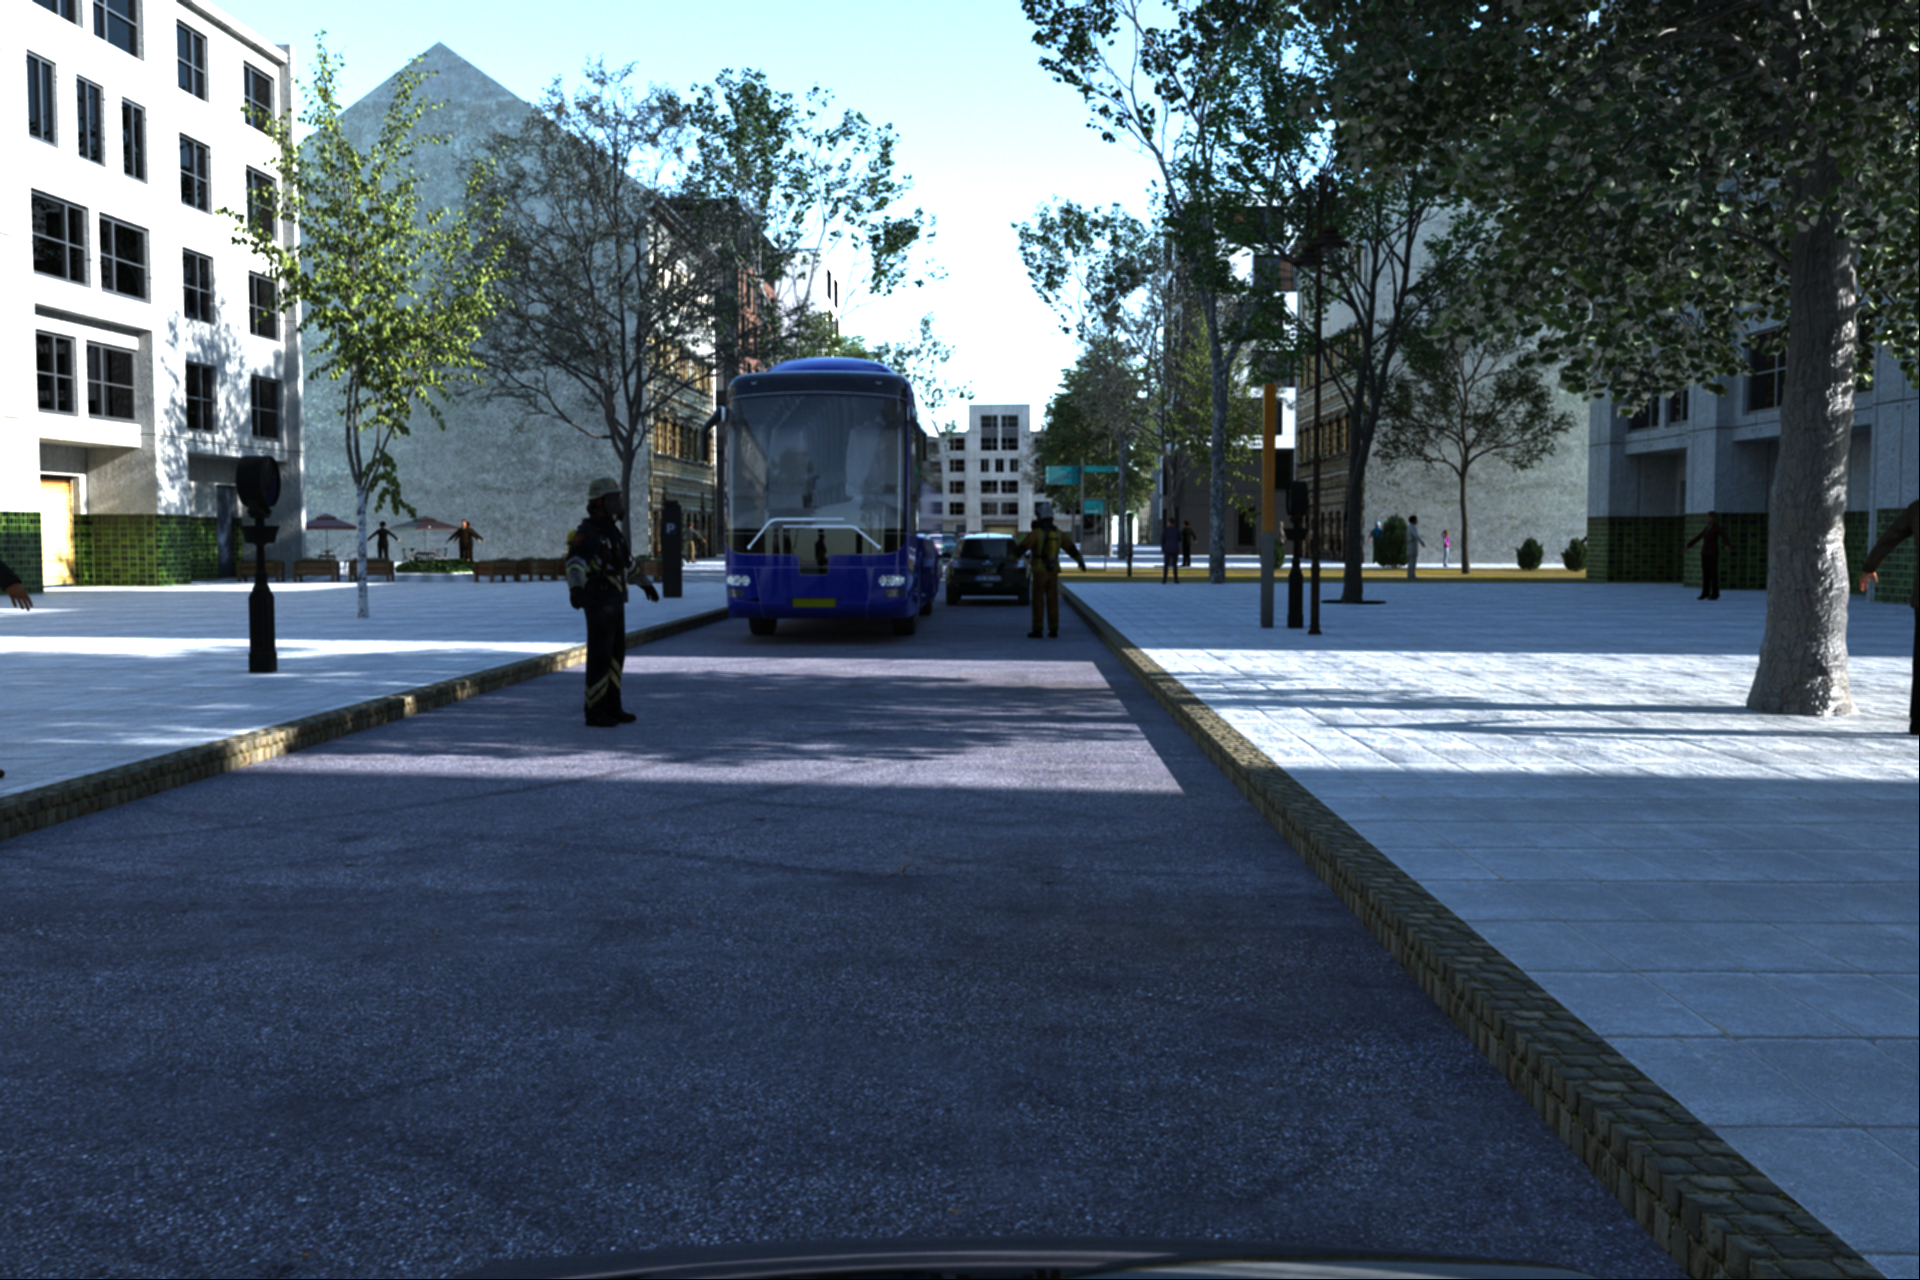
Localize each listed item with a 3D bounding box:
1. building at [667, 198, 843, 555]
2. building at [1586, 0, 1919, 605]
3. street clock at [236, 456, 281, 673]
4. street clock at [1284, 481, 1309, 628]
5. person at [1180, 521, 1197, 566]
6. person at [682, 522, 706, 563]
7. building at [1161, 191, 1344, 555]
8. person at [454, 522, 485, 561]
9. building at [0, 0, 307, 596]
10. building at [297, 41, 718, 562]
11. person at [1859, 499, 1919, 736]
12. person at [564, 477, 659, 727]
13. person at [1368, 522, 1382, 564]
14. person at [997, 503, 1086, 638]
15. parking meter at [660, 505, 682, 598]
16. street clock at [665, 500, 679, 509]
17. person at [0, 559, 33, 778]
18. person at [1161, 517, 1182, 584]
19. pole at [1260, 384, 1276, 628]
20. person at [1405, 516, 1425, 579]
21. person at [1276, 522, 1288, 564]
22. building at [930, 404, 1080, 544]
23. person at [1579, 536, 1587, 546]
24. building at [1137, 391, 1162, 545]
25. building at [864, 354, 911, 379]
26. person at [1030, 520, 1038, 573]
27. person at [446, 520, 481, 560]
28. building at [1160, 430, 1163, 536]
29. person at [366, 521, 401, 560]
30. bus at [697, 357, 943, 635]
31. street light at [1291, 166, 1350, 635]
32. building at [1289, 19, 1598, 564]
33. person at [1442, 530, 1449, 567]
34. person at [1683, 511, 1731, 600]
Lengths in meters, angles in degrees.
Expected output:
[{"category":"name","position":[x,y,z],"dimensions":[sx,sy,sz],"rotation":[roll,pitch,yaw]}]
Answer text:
[{"category":"building","position":[-23.743,-17.023,122.298],"dimensions":[27.936,21.610,32.646],"rotation":[0,4,2]},{"category":"building","position":[25.584,-10.119,31.909],"dimensions":[16.747,18.905,31.486],"rotation":[0,4,1]},{"category":"street clock","position":[-6.482,-0.702,16.052],"dimensions":[0.358,2.002,0.471],"rotation":[0,4,0]},{"category":"street clock","position":[4.588,-1.166,23.641],"dimensions":[0.358,2.002,0.471],"rotation":[0,4,2]},{"category":"person","position":[8.953,-3.820,68.637],"dimensions":[1.347,1.806,0.705],"rotation":[-3,5,-40]},{"category":"person","position":[-11.901,-4.297,76.528],"dimensions":[1.348,1.796,0.705],"rotation":[1,4,16]},{"category":"building","position":[27.713,-16.859,119.624],"dimensions":[27.936,21.610,32.646],"rotation":[0,4,1]},{"category":"person","position":[-21.082,-4.164,74.313],"dimensions":[1.346,1.802,0.704],"rotation":[0,4,1]},{"category":"building","position":[-28.284,-10.344,35.575],"dimensions":[16.747,18.905,31.486],"rotation":[0,4,2]},{"category":"building","position":[-23.023,-15.654,86.876],"dimensions":[19.493,23.208,18.063],"rotation":[0,4,1]},{"category":"person","position":[6.245,-0.291,10.938],"dimensions":[0.705,1.807,1.348],"rotation":[-2,4,-26]},{"category":"person","position":[-2.643,-0.292,13.009],"dimensions":[0.705,1.856,1.354],"rotation":[1,4,14]},{"category":"person","position":[17.924,-4.168,74.281],"dimensions":[0.704,1.817,1.347],"rotation":[-2,4,-30]},{"category":"person","position":[1.167,-0.964,23.995],"dimensions":[1.354,1.858,0.705],"rotation":[-1,4,-23]},{"category":"parking meter","position":[-5.843,-1.794,35.041],"dimensions":[0.399,1.863,0.255],"rotation":[0,4,1]},{"category":"street clock","position":[-6.183,-1.997,37.220],"dimensions":[0.358,2.002,0.471],"rotation":[0,4,2]},{"category":"person","position":[-5.265,-0.183,9.055],"dimensions":[1.348,1.821,0.705],"rotation":[3,4,38]},{"category":"person","position":[5.478,-2.318,44.866],"dimensions":[0.541,1.710,0.530],"rotation":[1,4,13]},{"category":"pole","position":[4.212,-1.825,23.674],"dimensions":[0.158,3.312,0.155],"rotation":[0,3,0]},{"category":"person","position":[12.884,-2.630,49.191],"dimensions":[0.705,1.806,1.347],"rotation":[0,4,-4]},{"category":"person","position":[13.809,-4.180,74.477],"dimensions":[0.705,1.813,1.348],"rotation":[0,4,-4]},{"category":"building","position":[2.266,-22.834,242.242],"dimensions":[31.486,18.905,16.747],"rotation":[0,4,8]},{"category":"person","position":[19.976,-2.930,53.841],"dimensions":[1.347,1.837,0.705],"rotation":[2,4,24]},{"category":"building","position":[30.995,-22.823,204.078],"dimensions":[19.493,23.208,18.063],"rotation":[0,4,1]},{"category":"building","position":[-20.607,-22.524,212.235],"dimensions":[27.936,21.610,32.646],"rotation":[0,4,1]},{"category":"person","position":[2.224,-2.514,49.710],"dimensions":[0.704,1.843,1.345],"rotation":[1,4,22]},{"category":"person","position":[-18.315,-3.536,63.949],"dimensions":[1.346,1.812,0.704],"rotation":[0,4,7]},{"category":"building","position":[27.367,-20.513,191.808],"dimensions":[16.016,20.090,11.380],"rotation":[0,4,1]},{"category":"person","position":[-20.773,-3.403,62.361],"dimensions":[1.216,1.740,0.721],"rotation":[-1,4,-18]},{"category":"bus","position":[-1.733,-2.220,27.842],"dimensions":[2.896,3.916,12.251],"rotation":[0,4,1]},{"category":"street light","position":[4.544,-3.010,22.007],"dimensions":[0.468,5.910,1.993],"rotation":[0,4,1]},{"category":"building","position":[27.007,-15.445,83.457],"dimensions":[19.493,23.208,18.063],"rotation":[0,4,2]},{"category":"person","position":[19.087,-3.581,67.809],"dimensions":[0.599,1.433,0.991],"rotation":[1,4,18]},{"category":"person","position":[14.560,-1.647,33.739],"dimensions":[0.721,1.729,1.215],"rotation":[-1,4,-18]}]
